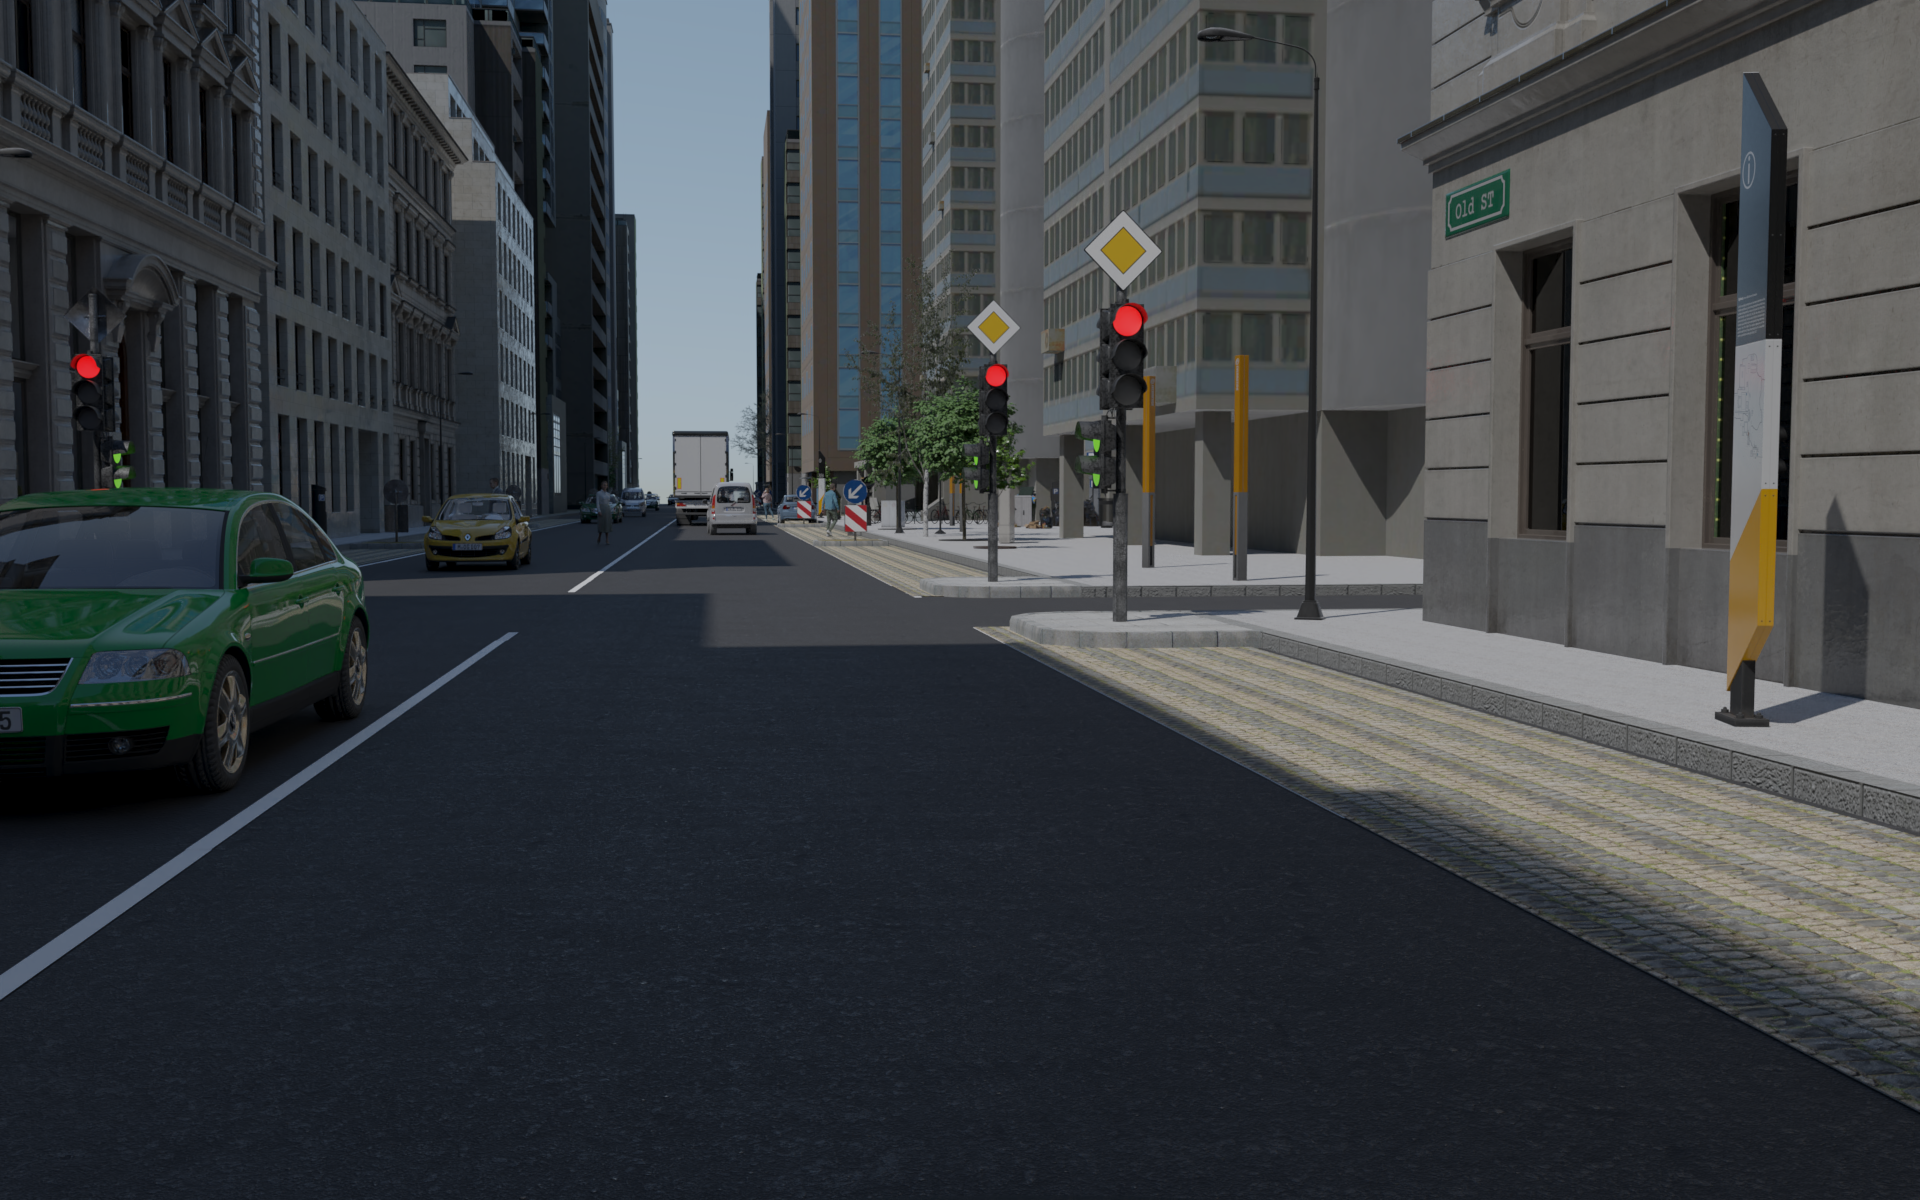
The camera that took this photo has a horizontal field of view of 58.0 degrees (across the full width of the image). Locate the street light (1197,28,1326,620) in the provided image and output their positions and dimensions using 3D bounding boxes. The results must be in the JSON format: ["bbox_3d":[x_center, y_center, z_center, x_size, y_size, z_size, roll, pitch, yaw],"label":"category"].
[{"bbox_3d":[3.052,-2.750,17.506,1.470,5.913,1.316,0,4,-8],"label":"street light"}]

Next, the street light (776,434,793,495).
[{"bbox_3d":[-13.422,-9.812,132.961,1.470,5.913,1.316,0,4,-8],"label":"street light"}]

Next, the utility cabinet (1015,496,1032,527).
[{"bbox_3d":[2.309,-3.491,68.245,1.020,1.237,0.306,0,4,-2],"label":"utility cabinet"}]

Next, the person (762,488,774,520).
[{"bbox_3d":[-10.363,-5.181,93.797,0.643,1.750,0.593,3,5,43],"label":"person"}]

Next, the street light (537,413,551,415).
[{"bbox_3d":[-24.050,-7.730,98.934,1.470,5.913,1.316,0,4,-8],"label":"street light"}]

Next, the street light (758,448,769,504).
[{"bbox_3d":[-19.586,-12.410,175.447,1.470,5.913,1.316,0,4,-8],"label":"street light"}]

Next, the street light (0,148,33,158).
[{"bbox_3d":[-13.152,-3.107,23.338,1.470,5.913,1.316,0,4,-8],"label":"street light"}]

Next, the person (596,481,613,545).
[{"bbox_3d":[-10.182,-2.487,49.384,0.478,1.798,0.641,-2,4,-31],"label":"person"}]

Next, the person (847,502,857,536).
[{"bbox_3d":[-3.659,-3.123,59.364,0.447,1.846,0.655,-1,4,-8],"label":"person"}]

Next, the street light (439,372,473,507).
[{"bbox_3d":[-19.175,-5.707,65.850,1.470,5.913,1.316,0,4,-8],"label":"street light"}]

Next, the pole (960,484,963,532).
[{"bbox_3d":[0.084,-3.962,58.624,0.158,3.312,0.155,0,3,0],"label":"pole"}]

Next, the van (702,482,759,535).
[{"bbox_3d":[-8.187,-3.364,62.014,2.013,2.044,4.112,-1,4,-10],"label":"van"}]

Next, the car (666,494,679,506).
[{"bbox_3d":[-35.975,-12.753,218.295,2.009,1.686,4.222,-1,4,-9],"label":"car"}]

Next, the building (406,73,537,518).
[{"bbox_3d":[-27.561,-14.209,87.065,10.420,20.320,16.860,0,4,-8],"label":"building"}]

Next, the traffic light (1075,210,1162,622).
[{"bbox_3d":[1.590,-1.736,17.310,0.839,4.253,0.868,0,4,-8],"label":"traffic light"}]

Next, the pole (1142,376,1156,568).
[{"bbox_3d":[3.274,-2.213,30.022,0.158,3.312,0.155,0,3,0],"label":"pole"}]

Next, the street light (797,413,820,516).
[{"bbox_3d":[-8.589,-7.746,99.190,1.470,5.913,1.316,0,4,-8],"label":"street light"}]

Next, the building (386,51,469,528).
[{"bbox_3d":[-25.925,-12.433,67.911,10.561,19.102,19.286,0,4,-8],"label":"building"}]

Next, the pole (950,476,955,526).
[{"bbox_3d":[-0.310,-4.633,69.595,0.158,3.312,0.155,0,3,0],"label":"pole"}]

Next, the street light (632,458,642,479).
[{"bbox_3d":[-41.784,-15.385,224.085,1.470,5.913,1.316,0,4,-8],"label":"street light"}]

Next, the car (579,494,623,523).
[{"bbox_3d":[-17.777,-4.536,85.963,2.131,1.459,4.920,0,4,-7],"label":"car"}]

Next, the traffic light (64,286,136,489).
[{"bbox_3d":[-11.675,-2.113,23.474,0.839,4.253,0.868,0,4,-8],"label":"traffic light"}]

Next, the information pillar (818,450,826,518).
[{"bbox_3d":[-7.357,-6.171,92.249,0.183,3.616,0.504,-3,5,-45],"label":"information pillar"}]

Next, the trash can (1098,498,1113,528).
[{"bbox_3d":[5.552,-3.292,65.481,0.748,1.137,0.748,0,3,0],"label":"trash can"}]

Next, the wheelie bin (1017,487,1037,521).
[{"bbox_3d":[2.876,-4.073,74.501,0.980,1.594,0.693,2,4,29],"label":"wheelie bin"}]

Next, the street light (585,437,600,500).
[{"bbox_3d":[-30.021,-10.322,141.309,1.470,5.913,1.316,0,4,-8],"label":"street light"}]

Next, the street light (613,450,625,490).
[{"bbox_3d":[-35.730,-12.766,181.257,1.470,5.913,1.316,0,4,-8],"label":"street light"}]

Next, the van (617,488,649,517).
[{"bbox_3d":[-20.851,-6.322,110.375,2.013,2.044,4.112,-1,4,-10],"label":"van"}]

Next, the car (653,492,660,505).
[{"bbox_3d":[-41.838,-13.862,236.228,1.945,1.707,3.694,-1,4,-8],"label":"car"}]

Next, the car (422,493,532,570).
[{"bbox_3d":[-9.384,-1.445,33.845,2.015,1.641,3.980,-1,4,-9],"label":"car"}]

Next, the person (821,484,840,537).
[{"bbox_3d":[-4.344,-3.005,57.972,0.601,1.785,0.444,3,5,43],"label":"person"}]

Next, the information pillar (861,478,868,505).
[{"bbox_3d":[-4.304,-4.539,78.712,0.304,2.012,0.304,-2,4,-35],"label":"information pillar"}]

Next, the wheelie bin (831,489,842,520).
[{"bbox_3d":[-6.217,-4.782,86.096,0.693,1.594,0.980,0,4,1],"label":"wheelie bin"}]

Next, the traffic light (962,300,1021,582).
[{"bbox_3d":[0.462,-2.220,25.216,0.839,4.253,0.868,0,4,-8],"label":"traffic light"}]

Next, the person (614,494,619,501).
[{"bbox_3d":[-25.988,-7.254,130.364,0.557,1.426,1.065,3,5,44],"label":"person"}]

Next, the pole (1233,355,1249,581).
[{"bbox_3d":[4.143,-1.939,25.546,0.158,3.312,0.155,0,3,0],"label":"pole"}]

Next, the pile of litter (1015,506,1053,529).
[{"bbox_3d":[2.905,-3.079,64.315,1.176,0.858,1.719,2,4,26],"label":"pile of litter"}]

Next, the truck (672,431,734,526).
[{"bbox_3d":[-12.208,-5.713,82.325,2.839,4.237,11.283,0,4,-7],"label":"truck"}]

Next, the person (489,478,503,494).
[{"bbox_3d":[-10.652,-1.906,39.792,0.853,1.813,0.709,-2,4,-30],"label":"person"}]

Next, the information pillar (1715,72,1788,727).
[{"bbox_3d":[4.366,-1.110,9.502,0.183,3.616,0.504,0,4,6],"label":"information pillar"}]

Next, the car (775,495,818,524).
[{"bbox_3d":[-7.710,-4.274,81.875,2.014,1.417,4.499,0,4,-8],"label":"car"}]

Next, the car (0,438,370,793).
[{"bbox_3d":[-4.550,-0.049,9.603,1.959,1.807,4.718,0,4,-7],"label":"car"}]

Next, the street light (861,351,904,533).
[{"bbox_3d":[-2.507,-5.122,56.294,1.470,5.913,1.316,0,4,-8],"label":"street light"}]

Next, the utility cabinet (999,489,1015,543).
[{"bbox_3d":[1.210,-2.238,45.274,0.318,1.500,1.173,0,4,8],"label":"utility cabinet"}]

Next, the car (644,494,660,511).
[{"bbox_3d":[-26.932,-8.422,149.502,2.131,1.459,4.920,0,4,-8],"label":"car"}]
